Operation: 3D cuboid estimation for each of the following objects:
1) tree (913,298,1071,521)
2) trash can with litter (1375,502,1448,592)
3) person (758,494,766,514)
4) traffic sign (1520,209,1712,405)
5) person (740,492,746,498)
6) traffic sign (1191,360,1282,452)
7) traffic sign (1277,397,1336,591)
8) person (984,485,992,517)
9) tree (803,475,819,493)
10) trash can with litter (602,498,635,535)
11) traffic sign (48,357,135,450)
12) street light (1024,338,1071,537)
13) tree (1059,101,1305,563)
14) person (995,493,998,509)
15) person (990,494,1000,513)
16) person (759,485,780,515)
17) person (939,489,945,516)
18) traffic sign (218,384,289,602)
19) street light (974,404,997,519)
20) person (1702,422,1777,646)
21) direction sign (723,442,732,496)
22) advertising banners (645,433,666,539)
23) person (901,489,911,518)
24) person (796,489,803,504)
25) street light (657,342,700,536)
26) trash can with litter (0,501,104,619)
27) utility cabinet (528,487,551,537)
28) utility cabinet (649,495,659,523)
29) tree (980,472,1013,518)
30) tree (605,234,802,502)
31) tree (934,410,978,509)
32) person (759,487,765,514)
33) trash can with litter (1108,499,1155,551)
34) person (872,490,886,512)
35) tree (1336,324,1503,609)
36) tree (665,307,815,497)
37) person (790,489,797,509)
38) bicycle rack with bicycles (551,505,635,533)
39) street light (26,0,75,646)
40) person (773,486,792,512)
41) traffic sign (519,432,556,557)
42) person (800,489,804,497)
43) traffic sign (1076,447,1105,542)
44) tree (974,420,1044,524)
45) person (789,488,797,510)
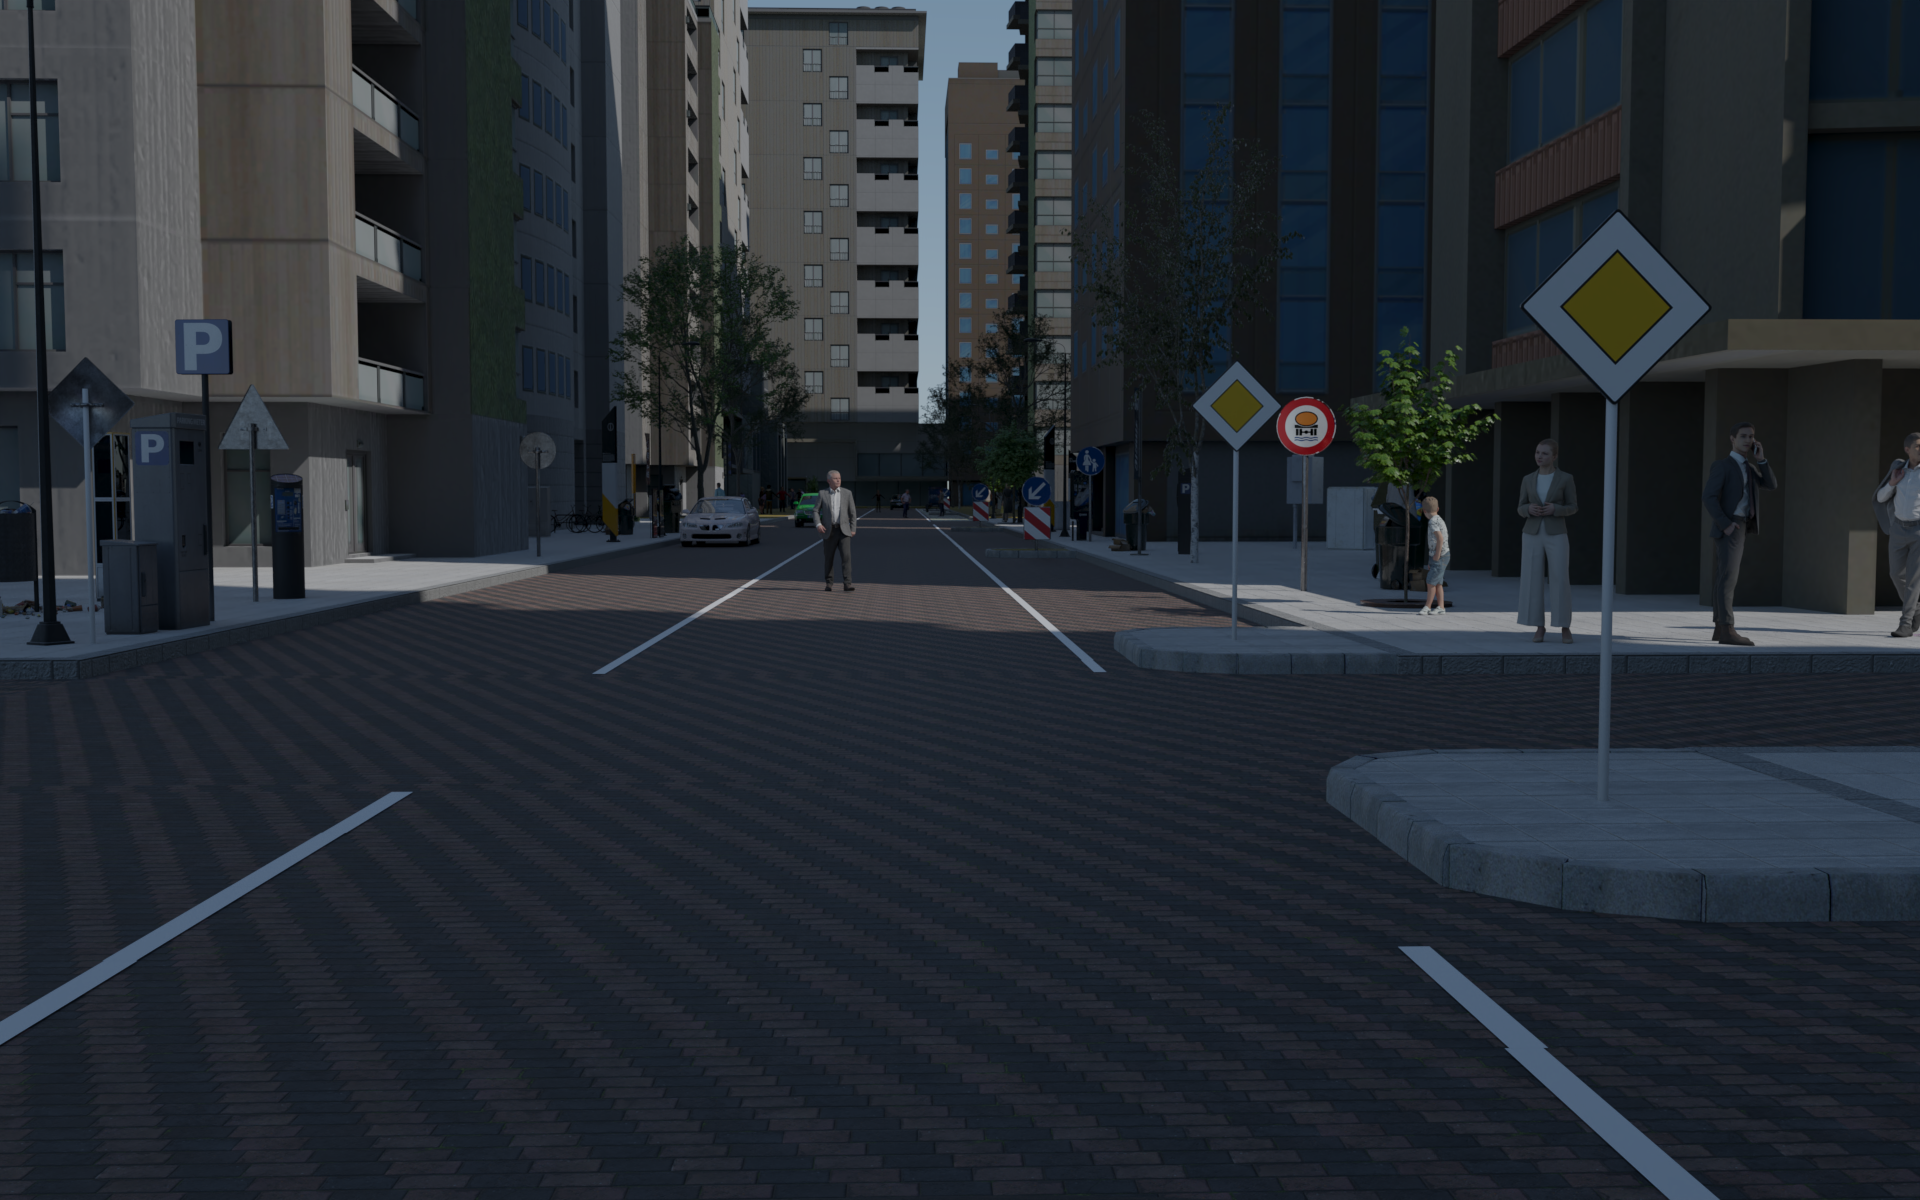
[{"bbox_3d":[2.221,-9.107,83.304,8.767,10.594,7.601,0,4,-8],"label":"tree"},{"bbox_3d":[6.060,-0.718,23.133,0.624,1.170,1.055,-2,4,-34],"label":"trash can with litter"},{"bbox_3d":[-12.396,-6.115,109.253,0.697,1.427,0.421,1,4,10],"label":"person"},{"bbox_3d":[2.712,-0.304,7.160,0.795,2.593,0.064,0,4,-2],"label":"traffic sign"},{"bbox_3d":[-16.995,-7.719,135.487,0.421,1.427,0.697,-2,4,-27],"label":"person"},{"bbox_3d":[2.432,-0.792,15.140,0.795,2.593,0.064,0,4,-2],"label":"traffic sign"},{"bbox_3d":[4.542,-1.388,22.800,0.768,2.556,0.104,0,4,5],"label":"traffic sign"},{"bbox_3d":[1.512,-5.609,97.745,0.705,1.824,1.348,2,4,30],"label":"person"},{"bbox_3d":[-13.591,-10.236,161.953,1.663,3.219,1.824,0,3,0],"label":"tree"},{"bbox_3d":[-10.721,-2.627,54.340,1.055,1.170,0.624,1,4,18],"label":"trash can with litter"},{"bbox_3d":[-7.457,-0.772,14.815,0.795,2.593,0.064,0,4,-2],"label":"traffic sign"},{"bbox_3d":[2.598,-4.844,51.748,1.470,5.913,1.316,0,4,-2],"label":"street light"},{"bbox_3d":[4.123,-4.994,32.011,4.360,8.622,3.978,0,3,0],"label":"tree"},{"bbox_3d":[2.996,-8.531,146.318,0.721,1.735,1.217,0,4,-5],"label":"person"},{"bbox_3d":[2.325,-6.634,115.036,0.721,1.766,1.217,2,4,33],"label":"person"},{"bbox_3d":[-11.668,-6.135,105.975,1.348,1.869,0.705,1,4,9],"label":"person"},{"bbox_3d":[-1.303,-6.213,110.620,0.750,1.759,0.617,3,5,42],"label":"person"},{"bbox_3d":[-8.390,-1.257,20.561,0.884,2.594,0.081,0,4,6],"label":"traffic sign"},{"bbox_3d":[1.184,-7.164,89.674,1.470,5.913,1.316,0,4,-2],"label":"street light"},{"bbox_3d":[6.722,-0.582,14.925,0.474,1.900,0.648,3,5,43],"label":"person"},{"bbox_3d":[-10.117,-5.103,75.432,0.379,3.537,0.876,-2,4,-30],"label":"direction sign"},{"bbox_3d":[-8.890,-3.316,50.411,0.090,3.025,2.074,0,4,5],"label":"advertising banners"},{"bbox_3d":[-3.198,-5.785,104.022,0.756,1.711,0.436,-2,4,-31],"label":"person"},{"bbox_3d":[-14.123,-8.940,152.735,1.217,1.766,0.721,1,4,17],"label":"person"},{"bbox_3d":[-8.618,-4.913,52.872,1.470,5.913,1.316,0,4,-2],"label":"street light"},{"bbox_3d":[-9.862,-0.476,18.843,1.678,1.210,2.233,2,4,30],"label":"trash can with litter"},{"bbox_3d":[-12.779,-2.615,51.442,1.173,1.500,0.318,0,4,7],"label":"utility cabinet"},{"bbox_3d":[-14.959,-4.597,86.315,1.020,1.237,0.306,0,4,-7],"label":"utility cabinet"},{"bbox_3d":[2.149,-6.721,104.486,1.663,3.219,1.824,0,3,0],"label":"tree"},{"bbox_3d":[-10.144,-8.718,68.294,9.928,11.665,9.643,0,3,0],"label":"tree"},{"bbox_3d":[-0.108,-12.173,149.396,4.360,8.622,3.978,0,3,0],"label":"tree"},{"bbox_3d":[-12.539,-6.373,110.764,0.721,1.766,1.217,-2,4,-32],"label":"person"},{"bbox_3d":[3.857,-1.688,38.988,0.624,1.170,1.055,3,5,44],"label":"trash can with litter"},{"bbox_3d":[-6.354,-7.744,135.636,1.217,1.766,0.721,-1,4,-23],"label":"person"},{"bbox_3d":[5.071,-1.549,19.928,1.663,3.219,1.824,0,3,0],"label":"tree"},{"bbox_3d":[-10.603,-9.178,84.468,8.767,10.594,7.601,2,4,30],"label":"tree"},{"bbox_3d":[-13.963,-8.466,145.186,0.721,1.743,1.217,-2,4,-29],"label":"person"},{"bbox_3d":[-12.217,-2.702,57.563,2.925,0.926,2.852,0,4,7],"label":"bicycle rack with bicycles"},{"bbox_3d":[-7.237,-2.575,14.646,1.470,5.913,1.316,0,4,-2],"label":"street light"},{"bbox_3d":[-12.464,-7.070,121.581,1.348,1.831,0.705,-1,4,-15],"label":"person"},{"bbox_3d":[-8.646,-2.163,35.471,0.768,2.556,0.104,0,4,2],"label":"traffic sign"},{"bbox_3d":[-14.490,-9.266,158.476,0.756,1.711,0.436,-3,5,-43],"label":"person"},{"bbox_3d":[3.509,-2.845,46.621,0.768,2.556,0.104,0,4,6],"label":"traffic sign"},{"bbox_3d":[2.409,-5.596,75.212,4.285,4.588,4.351,0,3,0],"label":"tree"},{"bbox_3d":[-13.845,-8.333,142.813,0.617,1.759,0.750,1,4,10],"label":"person"}]
